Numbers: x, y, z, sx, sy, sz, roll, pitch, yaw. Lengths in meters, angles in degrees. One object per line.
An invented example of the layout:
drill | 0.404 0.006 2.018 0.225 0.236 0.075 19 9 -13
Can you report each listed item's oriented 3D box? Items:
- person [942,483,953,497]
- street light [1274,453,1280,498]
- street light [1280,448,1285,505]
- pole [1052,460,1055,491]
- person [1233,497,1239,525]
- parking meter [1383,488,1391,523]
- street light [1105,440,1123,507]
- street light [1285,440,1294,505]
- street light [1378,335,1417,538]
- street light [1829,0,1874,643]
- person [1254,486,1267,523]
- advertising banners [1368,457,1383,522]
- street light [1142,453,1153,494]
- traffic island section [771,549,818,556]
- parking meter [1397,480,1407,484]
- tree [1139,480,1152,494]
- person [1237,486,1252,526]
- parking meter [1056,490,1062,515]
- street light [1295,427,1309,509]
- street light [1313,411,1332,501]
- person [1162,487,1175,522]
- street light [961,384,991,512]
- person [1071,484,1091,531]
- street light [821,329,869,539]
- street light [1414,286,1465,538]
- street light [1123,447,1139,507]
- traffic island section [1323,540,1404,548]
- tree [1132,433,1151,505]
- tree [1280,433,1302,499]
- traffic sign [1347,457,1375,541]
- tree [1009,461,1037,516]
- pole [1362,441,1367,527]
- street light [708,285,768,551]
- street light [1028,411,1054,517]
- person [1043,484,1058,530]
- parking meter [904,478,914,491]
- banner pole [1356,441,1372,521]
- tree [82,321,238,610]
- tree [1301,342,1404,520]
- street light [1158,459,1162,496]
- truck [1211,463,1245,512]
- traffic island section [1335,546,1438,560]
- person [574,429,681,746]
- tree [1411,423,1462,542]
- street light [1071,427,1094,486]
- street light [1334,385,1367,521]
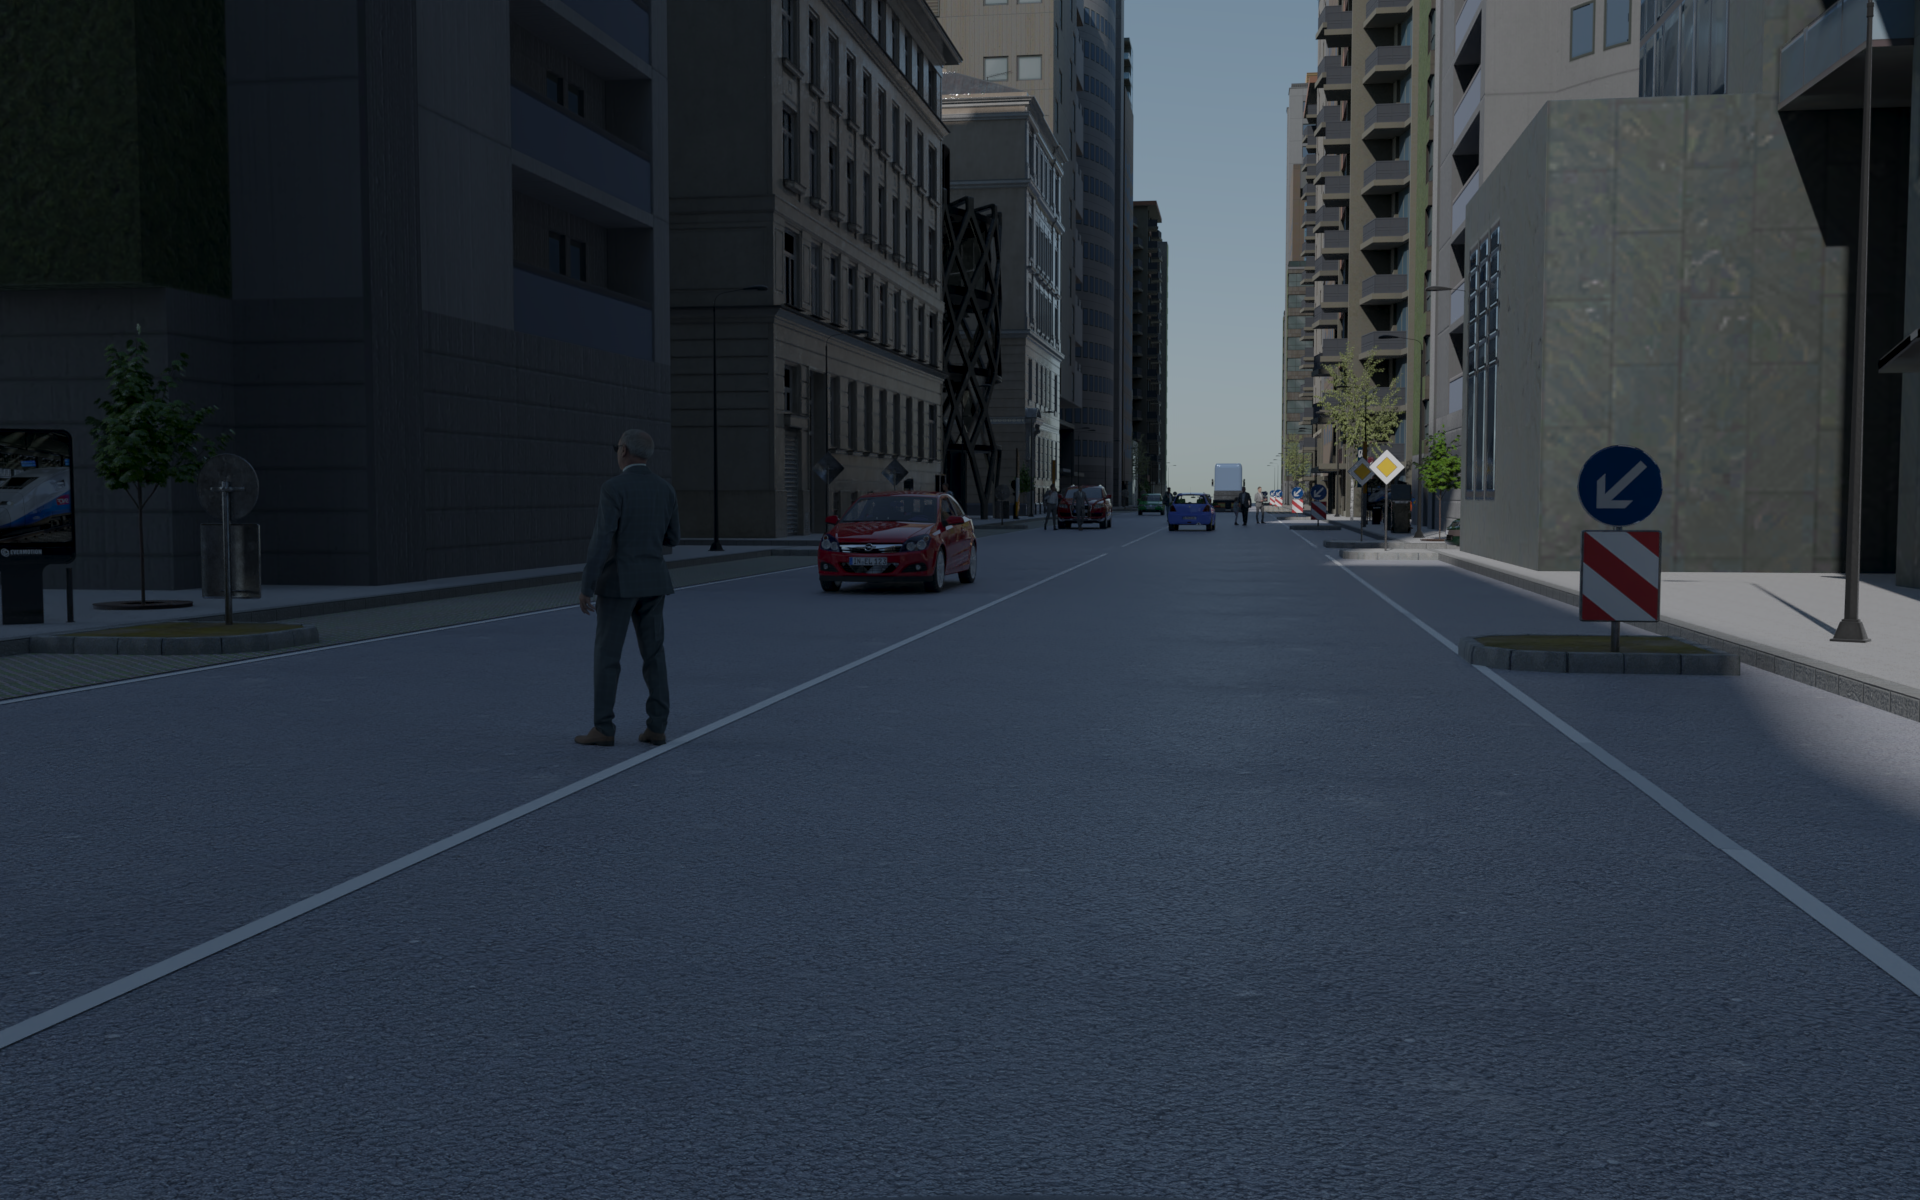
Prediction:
person | -0.461 -3.075 58.866 0.778 1.811 0.616 -2 4 -24
street light | 38.567 -14.395 207.904 1.470 5.913 1.316 1 4 9
street light | 32.974 -12.249 172.804 1.470 5.913 1.316 1 4 9
pole | 5.586 -6.697 103.332 0.158 3.312 0.155 0 3 0
person | 12.768 -4.106 79.912 0.394 1.301 0.425 -2 4 -35
parking meter | 18.954 -4.182 76.787 0.372 1.533 0.369 0 3 0
street light | 13.052 -10.793 149.003 1.470 5.913 1.316 1 4 9
street light | 28.989 -10.802 149.155 1.470 5.913 1.316 1 4 9
street light | 12.894 -4.773 50.583 1.470 5.913 1.316 1 4 9
street light | 7.228 -2.597 15.009 1.470 5.913 1.316 1 4 9
person | 14.669 -4.632 84.437 0.606 1.804 0.583 -3 5 -43
advertising banners | 19.442 -5.144 80.298 0.090 3.025 2.074 -1 4 -18
street light | 20.709 -13.652 195.754 1.470 5.913 1.316 1 4 9
traffic island section | -3.151 -1.155 41.159 2.009 0.180 2.903 1 4 9
parking meter | 18.444 -4.070 72.248 0.399 1.863 0.255 0 4 -1
tree | 22.733 -13.334 212.618 1.663 3.219 1.824 0 3 0
person | 12.892 -4.262 78.582 0.661 1.777 0.834 1 4 17
parking meter | 6.171 -6.075 107.730 0.372 1.533 0.369 0 3 0
street light | 25.242 -9.372 125.779 1.470 5.913 1.316 1 4 9
street light | 20.673 -7.630 97.290 1.470 5.913 1.316 1 4 9
person | 10.429 -4.746 86.439 0.623 1.781 0.721 -3 5 -43
street light | 0.633 -6.175 73.494 1.470 5.913 1.316 1 4 9
person | 4.751 -3.635 68.054 0.709 1.813 0.853 -1 4 -22
street light | -3.248 -4.680 49.057 1.470 5.913 1.316 1 4 9
street light | 11.071 -4.046 38.698 1.470 5.913 1.316 1 4 9
street light | 16.876 -12.222 172.367 1.470 5.913 1.316 1 4 9
traffic island section | 10.906 -1.510 46.963 2.009 0.180 2.903 1 4 9
tree | 20.201 -15.250 199.699 4.360 8.622 3.978 0 3 0
tree | 39.443 -15.478 203.434 4.737 8.622 4.395 0 3 0
traffic sign | 10.881 -2.645 46.890 0.795 2.450 0.064 1 4 9
tree | 3.599 -6.495 100.801 1.663 3.219 1.824 0 3 0
pole | 15.641 -4.475 67.014 0.158 3.312 0.155 0 3 0
street light | -4.958 -4.049 38.749 1.470 5.913 1.316 1 4 9
street light | 4.527 -7.603 96.847 1.470 5.913 1.316 1 4 9
person | 3.591 -3.680 68.777 0.679 1.850 0.850 -2 4 -28
parking meter | -1.918 -3.604 64.642 0.255 1.863 0.399 2 4 25
banner pole | 19.116 -5.604 81.637 0.863 3.779 0.401 0 3 0
tree | -9.230 -1.517 19.409 1.663 3.219 1.824 0 3 0
tree | 19.405 -8.200 84.435 4.737 8.622 4.395 0 3 0
street light | 26.130 -15.751 230.074 1.470 5.913 1.316 1 4 9
truck | 22.604 -9.550 145.906 2.967 4.110 18.799 1 4 9
traffic island section | 9.622 -1.028 39.082 2.009 0.180 2.903 1 4 9
person | -1.938 -0.079 9.968 0.590 1.801 0.661 3 5 40
tree | 13.060 -3.207 47.035 1.663 3.219 1.824 0 3 0
street light | 8.304 -9.034 120.240 1.470 5.913 1.316 1 4 9
street light | 16.746 -6.202 73.943 1.470 5.913 1.316 1 4 9
